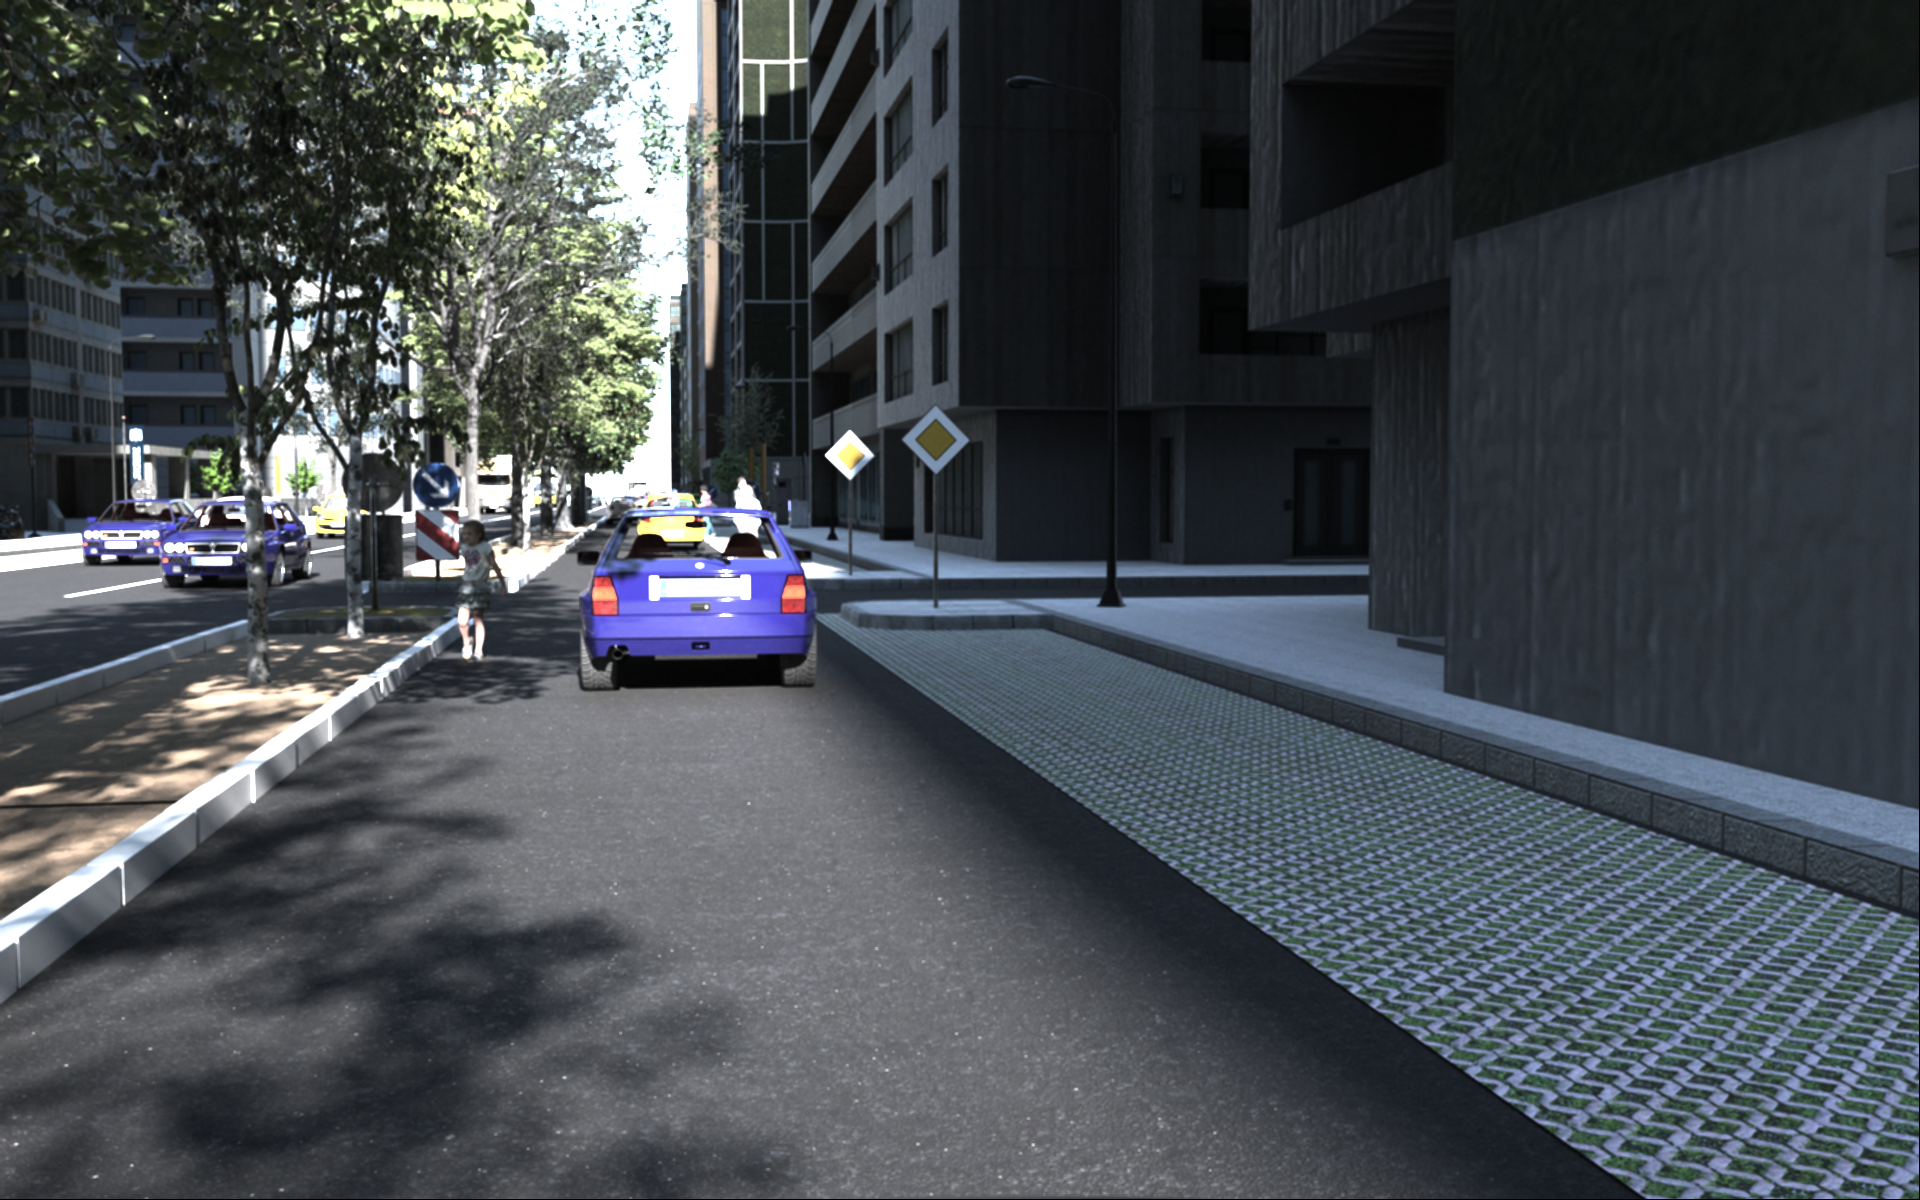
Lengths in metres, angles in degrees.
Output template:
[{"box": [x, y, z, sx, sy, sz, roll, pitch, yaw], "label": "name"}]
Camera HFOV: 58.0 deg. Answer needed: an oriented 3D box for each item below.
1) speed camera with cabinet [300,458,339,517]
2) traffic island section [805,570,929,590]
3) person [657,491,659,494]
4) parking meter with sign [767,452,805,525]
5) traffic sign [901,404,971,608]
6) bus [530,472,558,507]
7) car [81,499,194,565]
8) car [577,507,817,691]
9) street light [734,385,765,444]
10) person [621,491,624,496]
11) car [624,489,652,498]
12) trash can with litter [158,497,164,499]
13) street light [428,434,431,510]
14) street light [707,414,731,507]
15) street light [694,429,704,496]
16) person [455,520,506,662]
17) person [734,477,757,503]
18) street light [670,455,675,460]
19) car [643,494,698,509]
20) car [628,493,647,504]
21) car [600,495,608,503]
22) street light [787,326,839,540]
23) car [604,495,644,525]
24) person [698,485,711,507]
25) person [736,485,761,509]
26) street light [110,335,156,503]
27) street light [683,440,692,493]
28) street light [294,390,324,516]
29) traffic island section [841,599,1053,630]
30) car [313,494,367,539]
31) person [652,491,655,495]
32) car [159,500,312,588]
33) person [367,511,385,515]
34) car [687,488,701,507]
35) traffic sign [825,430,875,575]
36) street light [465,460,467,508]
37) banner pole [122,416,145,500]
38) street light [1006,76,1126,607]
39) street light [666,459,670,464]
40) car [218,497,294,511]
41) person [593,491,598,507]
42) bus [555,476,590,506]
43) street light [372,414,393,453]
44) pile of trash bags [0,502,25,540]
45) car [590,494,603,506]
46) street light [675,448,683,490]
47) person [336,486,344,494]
[{"box": [-35.657, -6.242, 96.400, 2.038, 3.252, 0.660, -3, 5, -45], "label": "speed camera with cabinet"}, {"box": [-1.713, -0.313, 27.404, 2.009, 0.180, 2.903, -1, 4, -10], "label": "traffic island section"}, {"box": [-29.900, -9.957, 171.823, 1.217, 1.766, 0.721, 1, 4, 18], "label": "person"}, {"box": [-7.285, -4.614, 71.694, 1.738, 3.016, 0.543, 0, 4, -3], "label": "parking meter with sign"}, {"box": [-0.276, -0.968, 19.471, 0.795, 2.450, 0.064, -1, 4, -10], "label": "traffic sign"}, {"box": [-45.558, -12.222, 191.375, 2.896, 3.916, 12.252, -1, 4, -10], "label": "bus"}, {"box": [-16.996, -1.439, 36.116, 1.945, 1.354, 3.894, -1, 4, -12], "label": "car"}, {"box": [-2.136, -0.090, 14.059, 1.945, 1.354, 3.894, -1, 4, -9], "label": "car"}, {"box": [-8.959, -6.224, 74.304, 1.470, 5.913, 1.316, -1, 4, -10], "label": "street light"}, {"box": [-32.130, -9.526, 165.194, 0.436, 1.711, 0.756, 0, 4, 4], "label": "person"}, {"box": [-23.143, -7.134, 125.309, 2.281, 1.827, 5.304, -1, 4, -11], "label": "car"}, {"box": [-37.720, -4.355, 82.589, 1.055, 1.170, 0.624, -2, 4, -34], "label": "trash can with litter"}, {"box": [-38.362, -9.441, 126.907, 1.470, 5.913, 1.316, -1, 4, -10], "label": "street light"}, {"box": [-13.991, -7.863, 101.099, 1.470, 5.913, 1.316, -1, 4, -10], "label": "street light"}, {"box": [-18.057, -9.230, 123.452, 1.470, 5.913, 1.316, -1, 4, -10], "label": "street light"}, {"box": [-4.106, -0.085, 14.898, 0.505, 1.210, 0.382, 1, 4, 15], "label": "person"}, {"box": [-5.237, -2.100, 42.636, 0.655, 1.846, 0.447, -2, 4, -28], "label": "person"}, {"box": [-33.227, -14.204, 204.780, 1.470, 5.913, 1.316, -1, 4, -10], "label": "street light"}, {"box": [-7.559, -2.140, 45.218, 2.015, 1.641, 3.980, -1, 4, -11], "label": "car"}, {"box": [-21.848, -6.563, 116.889, 1.945, 1.707, 3.694, -1, 4, -11], "label": "car"}, {"box": [-50.794, -14.232, 245.277, 1.945, 1.354, 3.894, -1, 4, -12], "label": "car"}, {"box": [-4.091, -4.618, 48.040, 1.470, 5.913, 1.316, -1, 4, -10], "label": "street light"}, {"box": [-15.931, -4.301, 82.689, 2.083, 1.381, 4.827, -1, 4, -10], "label": "car"}, {"box": [-8.283, -2.899, 56.743, 0.643, 1.720, 0.563, -1, 4, -19], "label": "person"}, {"box": [-3.929, -1.333, 32.099, 0.589, 1.601, 0.330, 1, 4, 15], "label": "person"}, {"box": [-24.153, -4.773, 50.581, 1.470, 5.913, 1.316, -1, 4, -10], "label": "street light"}, {"box": [-22.967, -10.836, 149.708, 1.470, 5.913, 1.316, -1, 4, -10], "label": "street light"}, {"box": [-29.199, -6.428, 77.634, 1.470, 5.913, 1.316, -1, 4, -10], "label": "street light"}, {"box": [-0.254, 0.167, 19.553, 2.009, 0.180, 2.903, -1, 4, -10], "label": "traffic island section"}, {"box": [-20.194, -2.871, 57.162, 2.015, 1.641, 3.980, -1, 4, -12], "label": "car"}, {"box": [-40.568, -13.501, 229.252, 1.348, 1.823, 0.705, 0, 4, -6], "label": "person"}, {"box": [-11.575, -0.931, 27.799, 1.945, 1.354, 3.894, -1, 4, -11], "label": "car"}, {"box": [-10.397, -1.361, 30.933, 0.473, 1.802, 0.592, 0, 4, 2], "label": "person"}, {"box": [-17.550, -6.334, 112.357, 1.959, 1.807, 4.718, -1, 4, -12], "label": "car"}, {"box": [-1.735, -1.448, 27.322, 0.795, 2.450, 0.064, -1, 4, -10], "label": "traffic sign"}, {"box": [-43.417, -11.104, 154.097, 1.470, 5.913, 1.316, -1, 4, -10], "label": "street light"}, {"box": [-26.536, -4.007, 55.531, 0.863, 3.779, 0.401, 0, 4, 2], "label": "banner pole"}, {"box": [1.199, -2.875, 19.541, 1.470, 5.913, 1.316, -1, 4, -10], "label": "street light"}, {"box": [-38.278, -15.870, 232.016, 1.470, 5.913, 1.316, -1, 4, -10], "label": "street light"}, {"box": [-18.093, -1.925, 43.837, 2.083, 1.381, 4.827, -1, 4, -9], "label": "car"}, {"box": [-40.700, -11.311, 193.511, 0.705, 1.814, 1.350, -3, 4, -37], "label": "person"}, {"box": [-37.426, -10.585, 167.919, 2.948, 3.499, 13.247, -1, 4, -10], "label": "bus"}, {"box": [-33.302, -7.790, 99.907, 1.470, 5.913, 1.316, -1, 4, -10], "label": "street light"}, {"box": [-28.044, -2.351, 48.189, 3.447, 1.369, 1.912, -3, 4, -39], "label": "pile of trash bags"}, {"box": [-44.257, -12.228, 209.716, 2.009, 1.686, 4.222, -1, 4, -10], "label": "car"}, {"box": [-27.954, -12.473, 176.469, 1.470, 5.913, 1.316, -1, 4, -10], "label": "street light"}, {"box": [-28.809, -4.405, 80.620, 0.635, 1.810, 0.391, -1, 4, -19], "label": "person"}]
